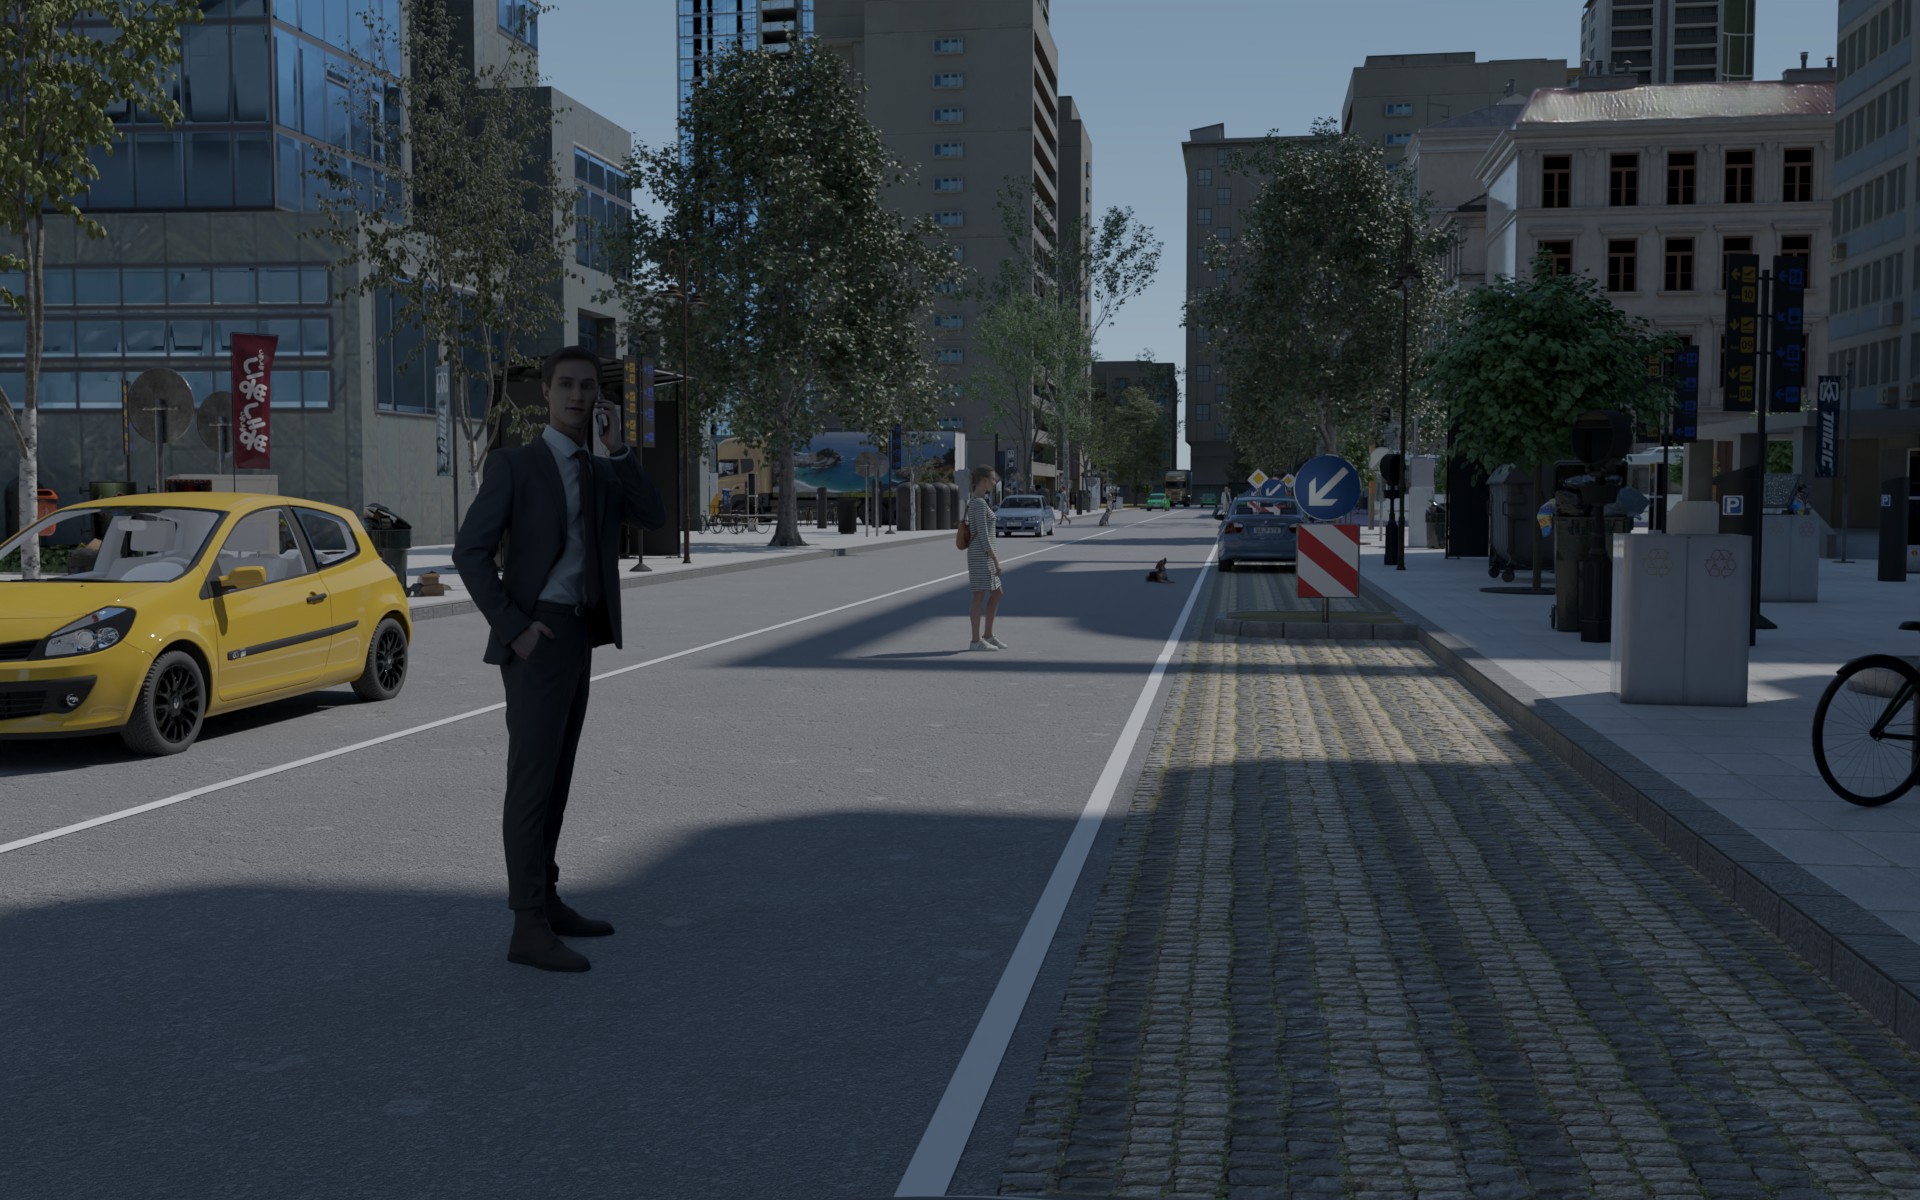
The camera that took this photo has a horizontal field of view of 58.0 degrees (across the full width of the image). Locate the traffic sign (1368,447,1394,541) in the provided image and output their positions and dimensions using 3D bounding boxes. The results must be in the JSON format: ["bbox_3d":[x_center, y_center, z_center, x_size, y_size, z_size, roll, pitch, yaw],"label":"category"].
[{"bbox_3d":[11.442,-2.869,47.011,0.768,2.556,0.104,1,4,14],"label":"traffic sign"}]

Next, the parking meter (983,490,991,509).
[{"bbox_3d":[1.111,-3.749,69.703,0.372,1.533,0.369,0,3,0],"label":"parking meter"}]

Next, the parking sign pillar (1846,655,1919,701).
[{"bbox_3d":[6.506,-1.379,11.016,1.447,3.967,1.447,2,4,25],"label":"parking sign pillar"}]

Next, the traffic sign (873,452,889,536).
[{"bbox_3d":[-2.516,-3.202,52.466,0.768,2.556,0.104,1,4,13],"label":"traffic sign"}]

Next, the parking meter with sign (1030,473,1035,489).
[{"bbox_3d":[6.154,-9.133,145.587,0.543,3.016,1.738,2,4,29],"label":"parking meter with sign"}]

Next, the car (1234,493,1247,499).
[{"bbox_3d":[27.437,-9.677,167.022,1.959,1.807,4.718,1,4,9],"label":"car"}]

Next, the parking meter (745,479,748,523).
[{"bbox_3d":[-8.206,-3.765,67.268,0.255,1.863,0.399,0,3,0],"label":"parking meter"}]

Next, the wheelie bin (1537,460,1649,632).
[{"bbox_3d":[5.912,-0.507,16.192,0.980,1.594,0.693,1,4,17],"label":"wheelie bin"}]

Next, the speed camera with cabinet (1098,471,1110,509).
[{"bbox_3d":[11.821,-9.351,147.217,2.038,3.252,0.660,1,4,13],"label":"speed camera with cabinet"}]

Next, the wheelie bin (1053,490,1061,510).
[{"bbox_3d":[7.906,-8.090,140.186,0.693,1.594,0.980,-3,4,-36],"label":"wheelie bin"}]

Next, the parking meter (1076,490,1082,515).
[{"bbox_3d":[7.306,-5.968,105.989,0.372,1.533,0.369,0,3,0],"label":"parking meter"}]

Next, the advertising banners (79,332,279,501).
[{"bbox_3d":[-8.228,-1.358,18.387,2.074,3.025,0.090,-3,5,-43],"label":"advertising banners"}]

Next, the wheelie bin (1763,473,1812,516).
[{"bbox_3d":[12.638,-1.149,26.702,0.693,1.594,0.980,-2,4,-32],"label":"wheelie bin"}]

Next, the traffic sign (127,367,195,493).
[{"bbox_3d":[-8.051,-1.060,17.435,0.768,2.556,0.104,1,4,12],"label":"traffic sign"}]

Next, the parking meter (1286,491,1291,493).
[{"bbox_3d":[23.776,-7.162,125.510,0.372,1.533,0.369,0,3,0],"label":"parking meter"}]

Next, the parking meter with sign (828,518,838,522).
[{"bbox_3d":[-5.418,-5.198,81.249,1.738,3.016,0.543,-1,4,-22],"label":"parking meter with sign"}]

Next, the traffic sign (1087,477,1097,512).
[{"bbox_3d":[9.538,-7.696,125.932,0.768,2.556,0.104,1,4,17],"label":"traffic sign"}]

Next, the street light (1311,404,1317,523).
[{"bbox_3d":[13.493,-5.705,66.067,0.468,5.910,1.993,1,4,9],"label":"street light"}]

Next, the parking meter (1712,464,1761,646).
[{"bbox_3d":[6.575,-0.385,14.713,0.372,1.533,0.369,0,3,0],"label":"parking meter"}]

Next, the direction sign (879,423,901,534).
[{"bbox_3d":[-2.245,-3.882,55.465,0.876,3.537,0.379,2,4,34],"label":"direction sign"}]

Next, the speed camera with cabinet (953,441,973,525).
[{"bbox_3d":[-0.028,-4.341,65.307,0.660,3.252,2.038,0,4,-5],"label":"speed camera with cabinet"}]

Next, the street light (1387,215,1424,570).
[{"bbox_3d":[7.441,-3.441,29.050,0.468,5.910,1.993,1,4,9],"label":"street light"}]

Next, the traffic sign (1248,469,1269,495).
[{"bbox_3d":[11.578,-3.889,67.222,0.795,2.450,0.064,1,4,9],"label":"traffic sign"}]

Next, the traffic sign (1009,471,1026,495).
[{"bbox_3d":[2.542,-4.474,76.784,0.795,2.450,0.064,1,4,9],"label":"traffic sign"}]

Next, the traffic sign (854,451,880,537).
[{"bbox_3d":[-2.772,-3.146,51.539,0.768,2.556,0.104,1,4,10],"label":"traffic sign"}]

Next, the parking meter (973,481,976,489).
[{"bbox_3d":[0.793,-4.326,76.438,0.399,1.863,0.255,-3,5,-42],"label":"parking meter"}]

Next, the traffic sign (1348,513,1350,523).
[{"bbox_3d":[10.650,-2.830,47.450,0.795,2.450,0.064,1,4,10],"label":"traffic sign"}]

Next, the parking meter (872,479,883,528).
[{"bbox_3d":[-3.153,-3.683,65.935,0.399,1.863,0.255,-1,4,-13],"label":"parking meter"}]

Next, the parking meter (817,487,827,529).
[{"bbox_3d":[-5.116,-3.409,64.141,0.372,1.533,0.369,0,3,0],"label":"parking meter"}]

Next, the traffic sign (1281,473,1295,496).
[{"bbox_3d":[18.303,-5.836,96.604,0.795,2.450,0.064,1,4,18],"label":"traffic sign"}]

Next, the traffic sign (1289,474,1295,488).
[{"bbox_3d":[19.106,-6.044,99.999,0.795,2.450,0.064,1,4,16],"label":"traffic sign"}]

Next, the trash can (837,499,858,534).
[{"bbox_3d":[-3.612,-2.684,55.541,0.748,1.137,0.748,0,3,0],"label":"trash can"}]

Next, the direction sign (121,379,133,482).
[{"bbox_3d":[-16.571,-2.601,34.528,0.379,3.537,0.876,-1,4,-16],"label":"direction sign"}]

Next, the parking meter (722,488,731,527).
[{"bbox_3d":[-9.158,-3.643,67.974,0.372,1.533,0.369,0,3,0],"label":"parking meter"}]

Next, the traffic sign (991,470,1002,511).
[{"bbox_3d":[1.270,-3.991,68.901,0.795,2.450,0.064,1,4,9],"label":"traffic sign"}]

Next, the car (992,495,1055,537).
[{"bbox_3d":[2.161,-2.862,58.802,2.014,1.417,4.499,1,4,11],"label":"car"}]

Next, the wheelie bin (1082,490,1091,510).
[{"bbox_3d":[10.042,-7.905,137.150,0.980,1.594,0.693,3,4,38],"label":"wheelie bin"}]

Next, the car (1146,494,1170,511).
[{"bbox_3d":[16.647,-8.362,145.509,1.959,1.807,4.718,1,4,10],"label":"car"}]

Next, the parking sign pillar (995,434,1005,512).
[{"bbox_3d":[1.791,-5.488,78.201,1.447,3.967,1.447,0,4,2],"label":"parking sign pillar"}]

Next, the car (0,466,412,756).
[{"bbox_3d":[-4.973,-0.035,10.790,2.015,1.641,3.980,0,4,8],"label":"car"}]

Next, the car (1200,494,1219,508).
[{"bbox_3d":[26.254,-10.618,182.407,1.959,1.807,4.718,1,4,9],"label":"car"}]

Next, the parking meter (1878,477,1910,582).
[{"bbox_3d":[13.715,-1.042,25.443,0.372,1.533,0.369,0,3,0],"label":"parking meter"}]

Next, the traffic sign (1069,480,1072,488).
[{"bbox_3d":[7.972,-7.697,127.974,0.606,2.300,0.079,1,4,10],"label":"traffic sign"}]

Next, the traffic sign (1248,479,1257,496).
[{"bbox_3d":[12.850,-4.371,75.105,0.795,2.450,0.064,1,4,9],"label":"traffic sign"}]

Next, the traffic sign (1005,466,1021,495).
[{"bbox_3d":[2.390,-4.842,79.276,0.768,2.556,0.104,1,4,17],"label":"traffic sign"}]

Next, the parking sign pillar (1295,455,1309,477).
[{"bbox_3d":[23.520,-7.919,117.943,1.447,3.967,1.447,-1,4,-12],"label":"parking sign pillar"}]

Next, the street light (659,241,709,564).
[{"bbox_3d":[-5.047,-3.611,31.825,0.468,5.910,1.993,1,4,9],"label":"street light"}]

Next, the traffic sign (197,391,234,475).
[{"bbox_3d":[-9.115,-1.303,21.411,0.768,2.556,0.104,1,4,16],"label":"traffic sign"}]

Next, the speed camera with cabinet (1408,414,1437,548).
[{"bbox_3d":[11.282,-2.930,42.234,0.660,3.252,2.038,1,4,16],"label":"speed camera with cabinet"}]

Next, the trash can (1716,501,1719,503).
[{"bbox_3d":[15.859,-1.455,35.436,0.748,1.137,0.748,0,3,0],"label":"trash can"}]

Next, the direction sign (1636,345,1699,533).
[{"bbox_3d":[10.801,-2.111,26.510,0.876,3.537,0.379,1,4,12],"label":"direction sign"}]

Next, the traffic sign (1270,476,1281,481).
[{"bbox_3d":[21.828,-7.336,120.056,0.768,2.556,0.104,1,4,10],"label":"traffic sign"}]

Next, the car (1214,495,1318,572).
[{"bbox_3d":[5.825,-1.280,32.933,2.014,1.417,4.499,1,4,10],"label":"car"}]
